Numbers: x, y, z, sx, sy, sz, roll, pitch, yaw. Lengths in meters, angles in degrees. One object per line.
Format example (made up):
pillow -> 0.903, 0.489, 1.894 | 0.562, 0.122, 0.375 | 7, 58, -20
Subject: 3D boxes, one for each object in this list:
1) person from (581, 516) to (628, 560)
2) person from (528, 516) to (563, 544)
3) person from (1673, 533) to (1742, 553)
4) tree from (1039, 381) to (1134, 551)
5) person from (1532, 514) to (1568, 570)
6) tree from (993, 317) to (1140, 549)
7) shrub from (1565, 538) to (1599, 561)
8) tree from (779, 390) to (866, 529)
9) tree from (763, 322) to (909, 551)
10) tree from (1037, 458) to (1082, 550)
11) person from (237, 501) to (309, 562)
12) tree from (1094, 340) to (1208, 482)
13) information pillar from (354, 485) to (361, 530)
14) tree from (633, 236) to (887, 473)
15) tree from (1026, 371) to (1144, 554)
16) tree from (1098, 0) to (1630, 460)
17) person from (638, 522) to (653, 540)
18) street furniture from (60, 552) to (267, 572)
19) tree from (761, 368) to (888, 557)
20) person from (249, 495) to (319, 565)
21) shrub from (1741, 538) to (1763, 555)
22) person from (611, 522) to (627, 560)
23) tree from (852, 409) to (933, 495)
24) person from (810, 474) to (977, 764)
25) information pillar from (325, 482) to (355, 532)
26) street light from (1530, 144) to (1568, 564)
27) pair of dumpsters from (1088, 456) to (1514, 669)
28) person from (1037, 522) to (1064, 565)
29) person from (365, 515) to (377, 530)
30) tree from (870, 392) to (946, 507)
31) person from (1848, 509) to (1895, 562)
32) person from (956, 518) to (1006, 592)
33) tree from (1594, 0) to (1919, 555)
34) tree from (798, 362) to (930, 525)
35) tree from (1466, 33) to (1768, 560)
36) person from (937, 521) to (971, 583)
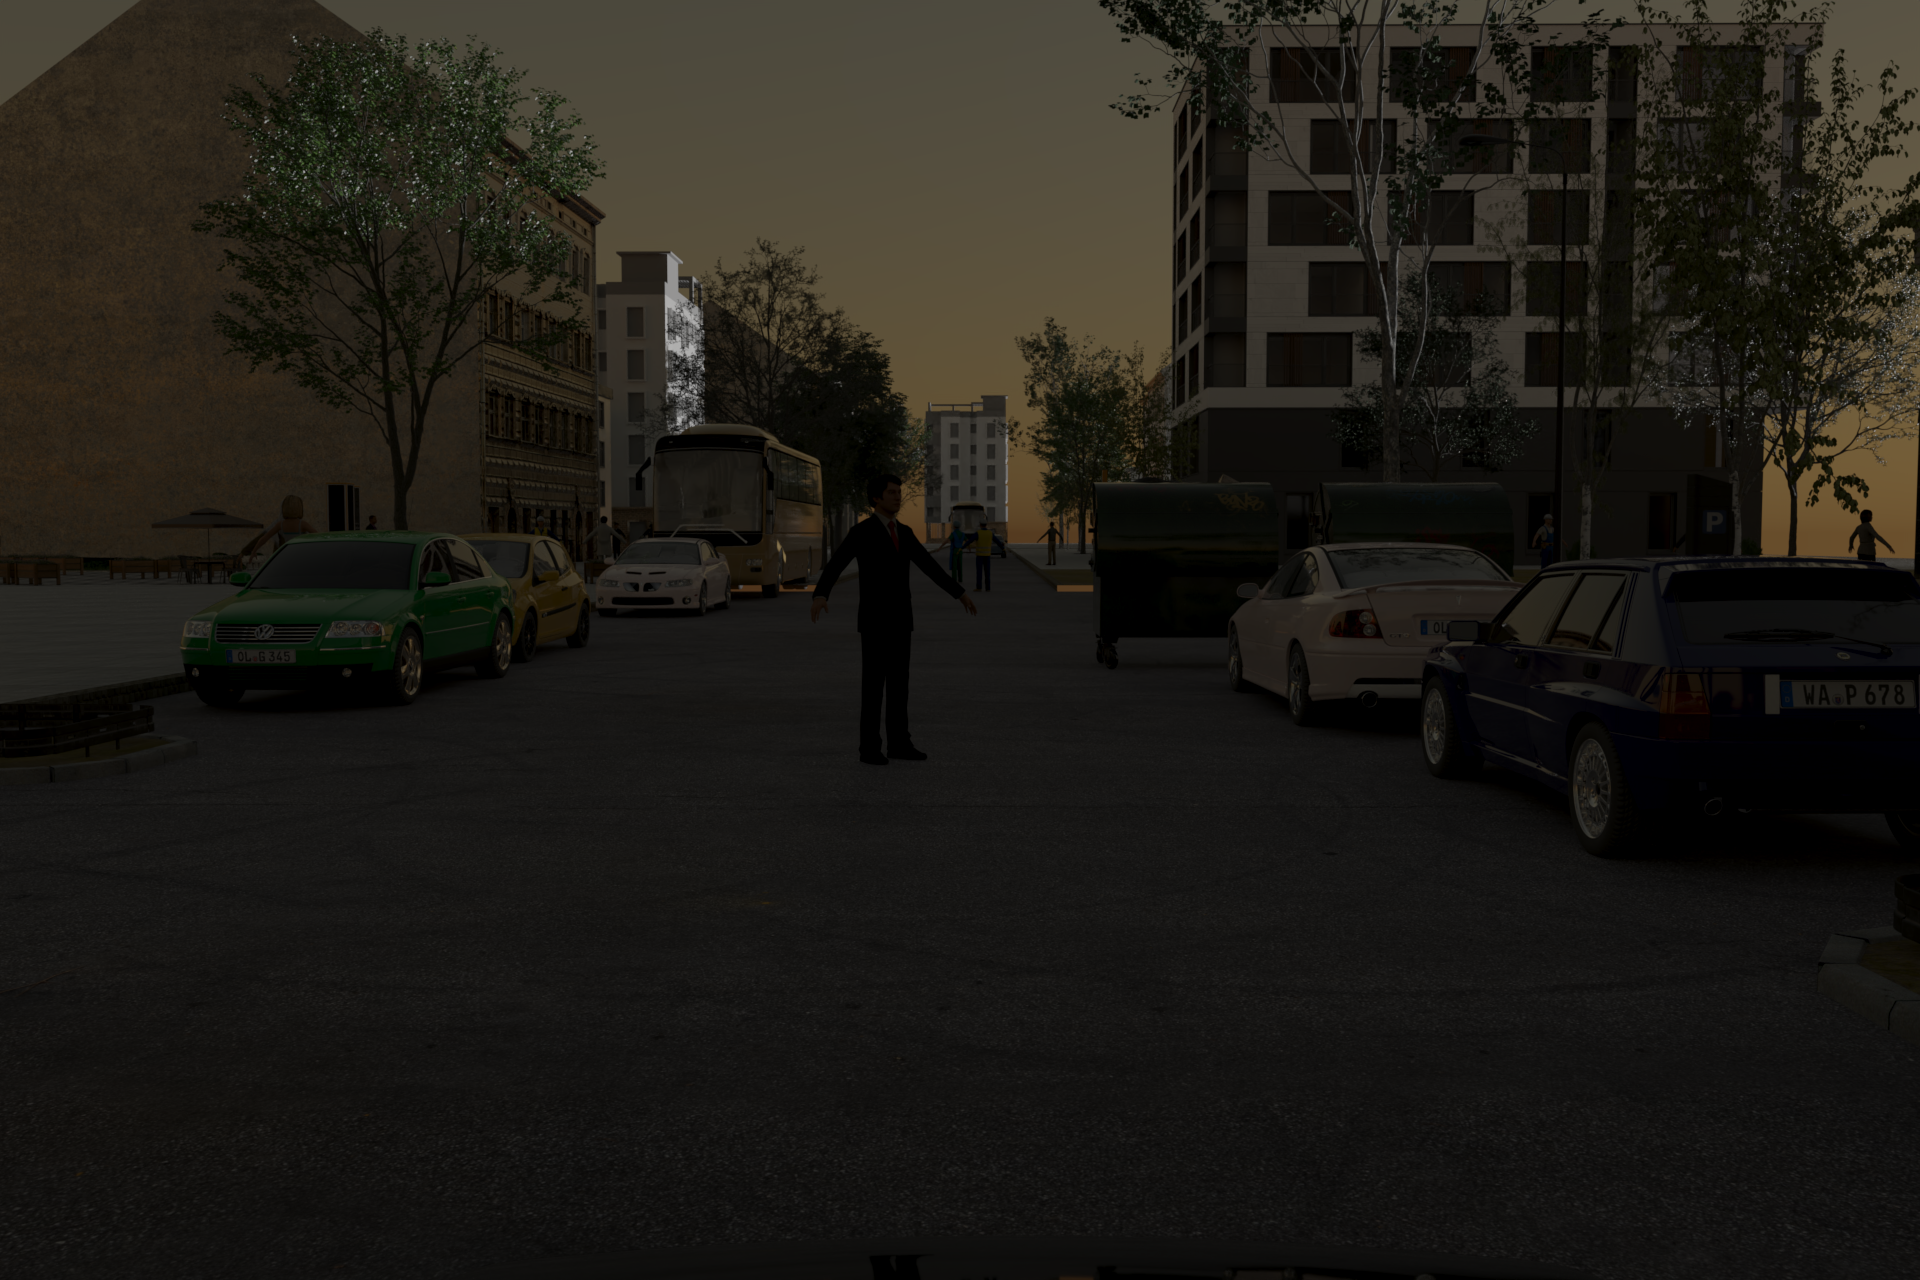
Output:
person -> -10.242, -2.674, 49.911 | 1.347, 1.806, 0.705 | 0, 4, -5
person -> -11.419, -2.494, 47.244 | 1.216, 1.772, 0.721 | -1, 4, -19
person -> 15.116, -1.776, 35.098 | 1.348, 1.821, 0.705 | 3, 5, 41
tree -> 9.273, -12.832, 127.922 | 7.486, 12.596, 7.792 | 0, 3, 0
person -> 16.759, -2.660, 49.349 | 1.347, 1.847, 0.705 | -2, 4, -28
tree -> 9.229, -17.934, 149.113 | 12.611, 20.169, 13.585 | 0, 3, 0
shrub -> 19.849, -2.704, 55.321 | 1.383, 1.207, 1.383 | 0, 3, 0
tree -> -7.610, -8.474, 88.912 | 4.360, 8.622, 3.978 | 0, 3, 0
tree -> -7.517, -12.199, 106.114 | 9.857, 13.997, 8.962 | 0, 3, 0
tree -> 8.641, -11.418, 137.045 | 4.360, 8.622, 3.978 | 0, 3, 0
person -> -8.874, -0.982, 22.827 | 1.217, 1.736, 0.721 | -2, 4, -33
tree -> 7.276, -7.116, 66.701 | 4.737, 8.622, 4.395 | 0, 3, 0
information pillar -> -9.248, -1.326, 26.172 | 0.304, 2.012, 0.304 | 0, 4, 1
tree -> -7.893, -9.808, 70.731 | 12.009, 13.543, 11.850 | 0, 3, 0
tree -> 7.887, -11.269, 110.009 | 9.928, 11.665, 9.643 | 0, 3, 0
tree -> 8.264, -11.120, 37.709 | 12.611, 20.169, 13.585 | 0, 3, 0
person -> -14.138, -4.513, 79.569 | 1.354, 1.856, 0.705 | -1, 4, -12
street furniture -> -29.593, -2.762, 60.781 | 10.072, 0.657, 5.734 | 0, 4, 6
tree -> -7.364, -9.884, 96.013 | 7.601, 10.594, 8.767 | 1, 4, 16
person -> -8.013, -0.877, 20.956 | 1.214, 1.753, 0.721 | 0, 4, 1
shrub -> 25.765, -2.786, 56.668 | 1.383, 1.207, 1.383 | 0, 3, 0
person -> -15.874, -4.526, 79.936 | 1.347, 1.837, 0.705 | 2, 4, 26
tree -> -6.259, -12.957, 137.601 | 9.928, 11.665, 9.643 | 0, 3, 0
person -> -0.447, -0.139, 10.914 | 1.347, 1.806, 0.705 | -3, 5, -43
information pillar -> -8.858, -1.242, 24.806 | 0.304, 2.012, 0.304 | 0, 4, 1
street light -> 7.575, -2.919, 20.264 | 1.470, 5.913, 1.316 | 0, 4, 1
pair of dumpsters -> 3.608, -0.847, 18.794 | 4.436, 2.255, 1.574 | 0, 4, 1
person -> 3.757, -3.968, 71.149 | 1.348, 1.796, 0.705 | -2, 4, -33
person -> -16.222, -2.552, 47.948 | 0.704, 1.802, 1.346 | 0, 4, 4
tree -> -6.521, -14.649, 149.873 | 12.009, 13.543, 11.850 | 0, 3, 0
person -> 16.918, -1.556, 32.203 | 0.721, 1.744, 1.215 | -1, 4, -9
person -> 0.567, -2.124, 43.160 | 1.349, 1.833, 0.705 | -1, 4, -22
tree -> 9.731, -4.330, 21.160 | 4.737, 8.622, 4.395 | 0, 3, 0
tree -> -7.207, -12.814, 119.872 | 12.009, 13.543, 11.850 | 0, 3, 0
tree -> 9.391, -4.657, 26.506 | 4.360, 8.622, 3.978 | 0, 3, 0
person -> -0.122, -2.561, 50.451 | 1.347, 1.817, 0.704 | -3, 5, -44
